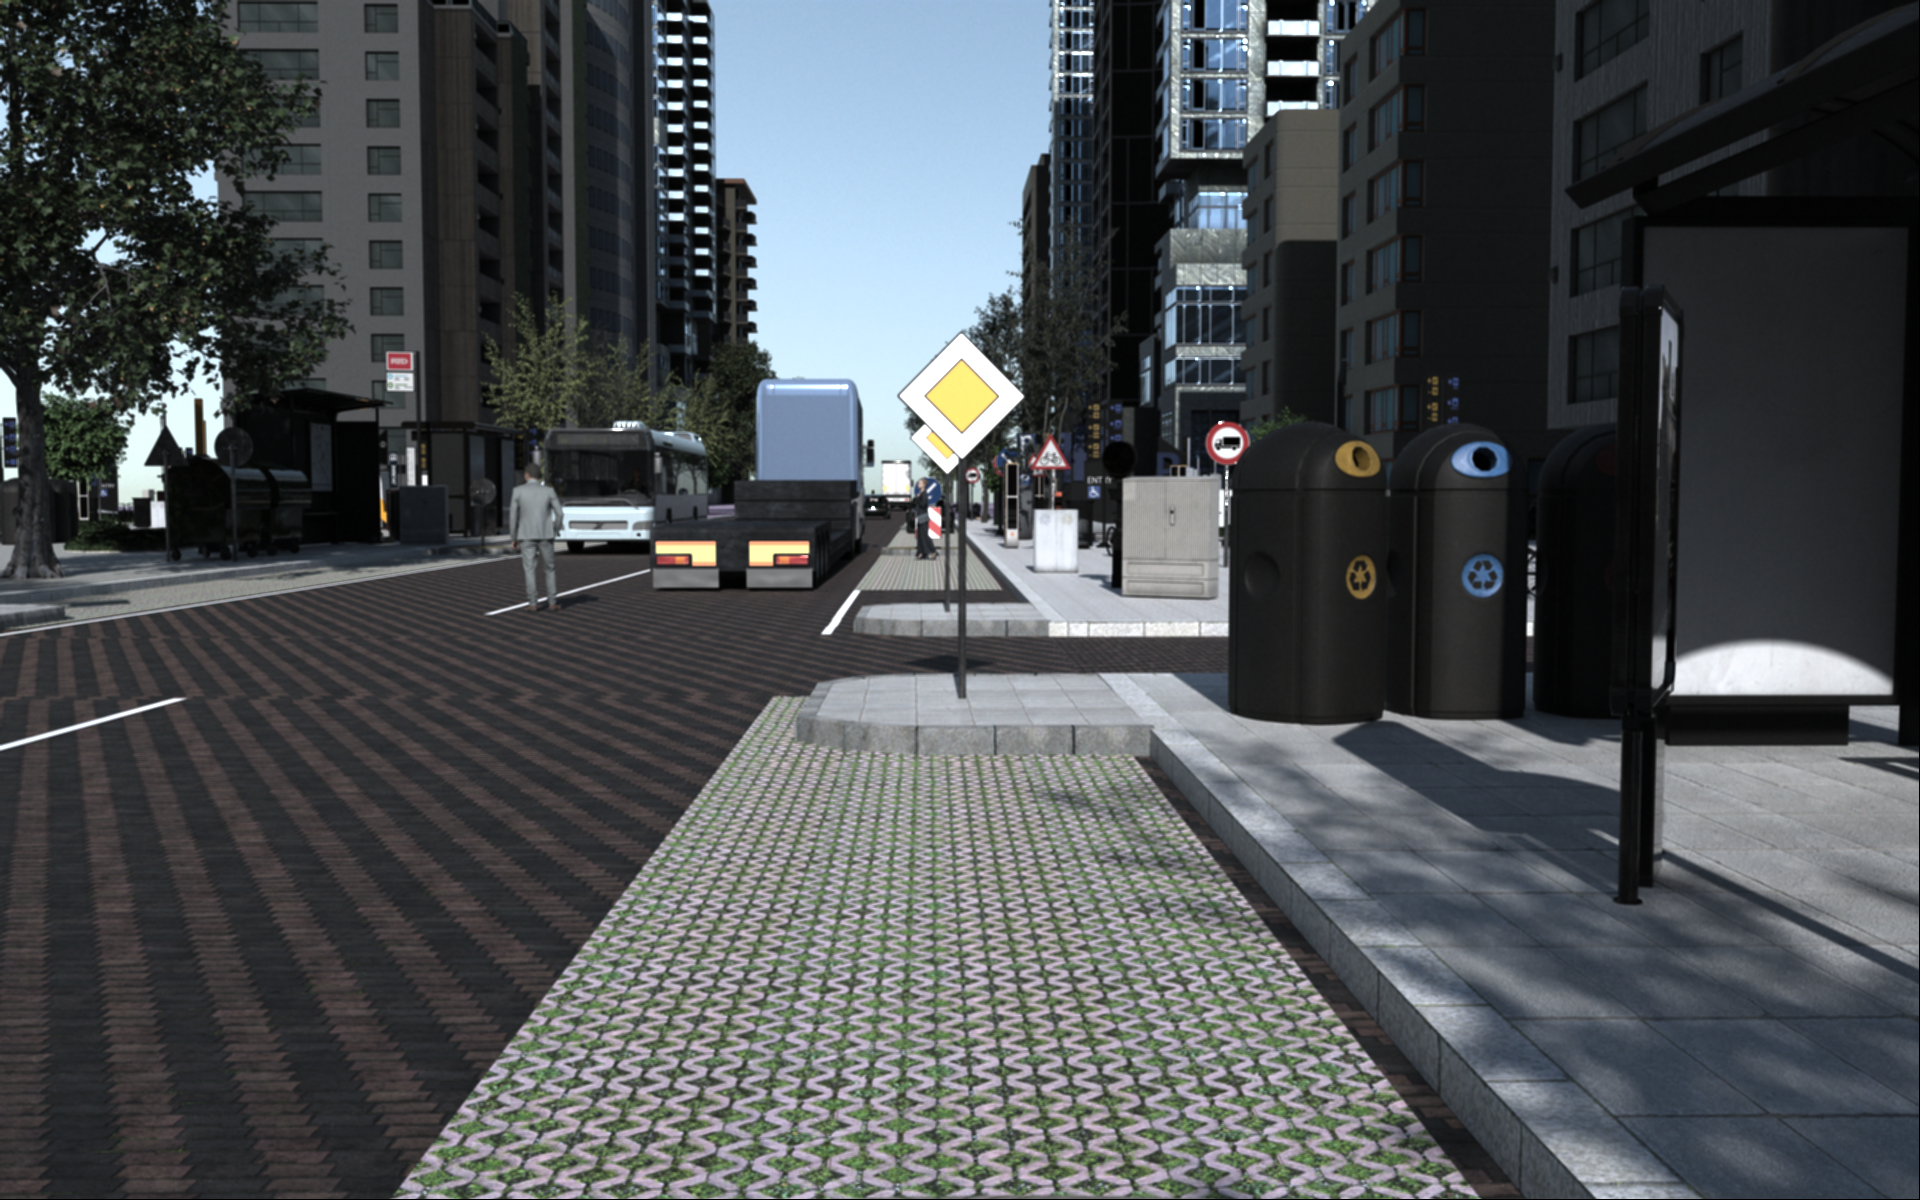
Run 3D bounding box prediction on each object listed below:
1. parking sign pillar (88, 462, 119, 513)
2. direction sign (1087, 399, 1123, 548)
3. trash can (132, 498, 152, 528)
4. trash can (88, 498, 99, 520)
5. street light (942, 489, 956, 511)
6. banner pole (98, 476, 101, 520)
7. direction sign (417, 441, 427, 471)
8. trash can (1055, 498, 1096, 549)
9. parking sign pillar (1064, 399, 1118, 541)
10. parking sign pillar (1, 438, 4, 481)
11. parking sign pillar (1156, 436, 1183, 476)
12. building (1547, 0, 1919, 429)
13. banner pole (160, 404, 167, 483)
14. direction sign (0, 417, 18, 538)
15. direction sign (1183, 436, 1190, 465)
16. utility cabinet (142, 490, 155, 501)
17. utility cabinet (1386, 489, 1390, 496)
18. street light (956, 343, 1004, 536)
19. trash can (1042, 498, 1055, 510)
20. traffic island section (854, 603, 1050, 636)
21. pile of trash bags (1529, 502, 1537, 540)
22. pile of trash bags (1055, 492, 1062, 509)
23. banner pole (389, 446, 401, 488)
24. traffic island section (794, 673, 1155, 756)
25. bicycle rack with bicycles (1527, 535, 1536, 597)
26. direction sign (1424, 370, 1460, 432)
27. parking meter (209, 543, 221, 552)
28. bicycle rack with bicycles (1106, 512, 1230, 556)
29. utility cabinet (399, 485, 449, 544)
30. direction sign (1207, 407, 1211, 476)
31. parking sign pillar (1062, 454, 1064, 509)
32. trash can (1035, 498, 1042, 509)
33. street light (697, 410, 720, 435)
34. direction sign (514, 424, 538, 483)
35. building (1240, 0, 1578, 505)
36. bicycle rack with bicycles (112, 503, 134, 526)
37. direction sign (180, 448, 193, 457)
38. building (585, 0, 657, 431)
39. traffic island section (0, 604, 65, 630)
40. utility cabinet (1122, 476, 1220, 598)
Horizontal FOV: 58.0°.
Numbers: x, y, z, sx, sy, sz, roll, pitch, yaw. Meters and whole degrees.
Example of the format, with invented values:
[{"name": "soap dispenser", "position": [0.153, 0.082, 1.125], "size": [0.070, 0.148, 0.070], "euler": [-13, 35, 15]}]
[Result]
[{"name": "parking sign pillar", "position": [-40.480, -5.701, 81.686], "size": [1.447, 3.967, 1.447], "euler": [-3, 5, -41]}, {"name": "direction sign", "position": [3.464, -3.031, 41.548], "size": [0.876, 3.537, 0.379], "euler": [-1, 4, -10]}, {"name": "trash can", "position": [-31.093, -3.316, 65.866], "size": [0.748, 1.137, 0.748], "euler": [0, 3, 0]}, {"name": "trash can", "position": [-31.883, -3.164, 63.380], "size": [0.748, 1.137, 0.748], "euler": [0, 3, 0]}, {"name": "street light", "position": [-0.092, -7.372, 93.076], "size": [1.470, 5.913, 1.316], "euler": [0, 4, -1]}, {"name": "banner pole", "position": [-36.474, -5.102, 73.438], "size": [0.401, 3.779, 0.863], "euler": [-1, 4, -19]}, {"name": "direction sign", "position": [-17.754, -4.036, 57.989], "size": [0.876, 3.537, 0.379], "euler": [1, 4, 12]}, {"name": "trash can", "position": [2.812, -1.771, 40.610], "size": [0.748, 1.137, 0.748], "euler": [0, 3, 0]}, {"name": "parking sign pillar", "position": [3.752, -3.661, 48.329], "size": [1.447, 3.967, 1.447], "euler": [1, 4, 8]}, {"name": "parking sign pillar", "position": [-46.544, -5.777, 82.922], "size": [1.447, 3.967, 1.447], "euler": [-1, 4, -21]}, {"name": "parking sign pillar", "position": [9.782, -5.631, 80.546], "size": [1.447, 3.967, 1.447], "euler": [2, 4, 28]}, {"name": "building", "position": [21.499, -16.126, 35.362], "size": [14.107, 30.474, 14.160], "euler": [0, 4, -1]}, {"name": "banner pole", "position": [-22.136, -3.558, 48.189], "size": [0.401, 3.779, 0.863], "euler": [-2, 4, -35]}, {"name": "direction sign", "position": [-28.351, -3.622, 51.212], "size": [0.876, 3.537, 0.379], "euler": [-1, 4, -19]}, {"name": "direction sign", "position": [8.884, -4.650, 68.027], "size": [0.379, 3.537, 0.876], "euler": [0, 4, -7]}, {"name": "utility cabinet", "position": [-39.605, -4.639, 84.524], "size": [0.318, 1.500, 1.173], "euler": [-1, 4, -13]}, {"name": "utility cabinet", "position": [12.706, -2.617, 51.473], "size": [0.318, 1.500, 1.173], "euler": [0, 4, -3]}, {"name": "street light", "position": [0.699, -4.928, 53.107], "size": [1.470, 5.913, 1.316], "euler": [0, 4, -1]}, {"name": "trash can", "position": [3.319, -2.896, 58.997], "size": [0.748, 1.137, 0.748], "euler": [0, 3, 0]}, {"name": "traffic island section", "position": [-0.116, 0.208, 18.873], "size": [2.009, 0.180, 2.903], "euler": [0, 4, -1]}, {"name": "pile of trash bags", "position": [15.063, -2.369, 48.493], "size": [3.447, 1.369, 1.912], "euler": [0, 4, 4]}, {"name": "pile of trash bags", "position": [4.634, -3.593, 68.502], "size": [1.912, 1.369, 3.447], "euler": [2, 4, 30]}, {"name": "banner pole", "position": [-29.193, -6.099, 89.729], "size": [0.863, 3.779, 0.401], "euler": [1, 4, 15]}, {"name": "traffic island section", "position": [0.034, 0.697, 10.890], "size": [2.009, 0.180, 2.903], "euler": [0, 4, -1]}, {"name": "bicycle rack with bicycles", "position": [7.736, -0.459, 20.893], "size": [2.852, 0.926, 2.925], "euler": [-3, 5, -43]}, {"name": "direction sign", "position": [8.857, -2.440, 31.883], "size": [0.876, 3.537, 0.379], "euler": [-2, 4, -32]}, {"name": "parking meter", "position": [-16.442, -1.984, 38.146], "size": [0.255, 1.863, 0.399], "euler": [-1, 4, -23]}, {"name": "bicycle rack with bicycles", "position": [4.351, -1.298, 34.602], "size": [2.852, 0.926, 2.925], "euler": [-1, 4, -9]}, {"name": "utility cabinet", "position": [-13.611, -2.160, 43.991], "size": [1.173, 1.500, 0.318], "euler": [0, 4, 1]}, {"name": "direction sign", "position": [6.532, -3.270, 45.461], "size": [0.379, 3.537, 0.876], "euler": [0, 4, 4]}, {"name": "parking sign pillar", "position": [3.894, -4.048, 54.651], "size": [1.447, 3.967, 1.447], "euler": [1, 4, 16]}, {"name": "trash can", "position": [3.092, -3.124, 62.727], "size": [0.748, 1.137, 0.748], "euler": [0, 3, 0]}, {"name": "street light", "position": [-13.953, -7.529, 95.633], "size": [1.470, 5.913, 1.316], "euler": [0, 4, -1]}, {"name": "direction sign", "position": [-14.145, -3.946, 56.520], "size": [0.379, 3.537, 0.876], "euler": [3, 5, 40]}, {"name": "building", "position": [28.217, -13.930, 72.797], "size": [27.650, 21.520, 28.899], "euler": [0, 4, -1]}, {"name": "bicycle rack with bicycles", "position": [-33.064, -3.458, 69.926], "size": [2.852, 0.926, 2.925], "euler": [0, 4, 8]}, {"name": "direction sign", "position": [-37.775, -5.652, 84.403], "size": [0.379, 3.537, 0.876], "euler": [3, 4, 37]}, {"name": "building", "position": [-36.749, -36.338, 136.119], "size": [21.231, 58.520, 28.212], "euler": [0, 4, -1]}, {"name": "traffic island section", "position": [-11.105, 0.221, 18.673], "size": [2.009, 0.180, 2.903], "euler": [0, 4, -1]}, {"name": "utility cabinet", "position": [2.586, -0.775, 21.353], "size": [1.173, 1.500, 0.318], "euler": [2, 4, 32]}]
